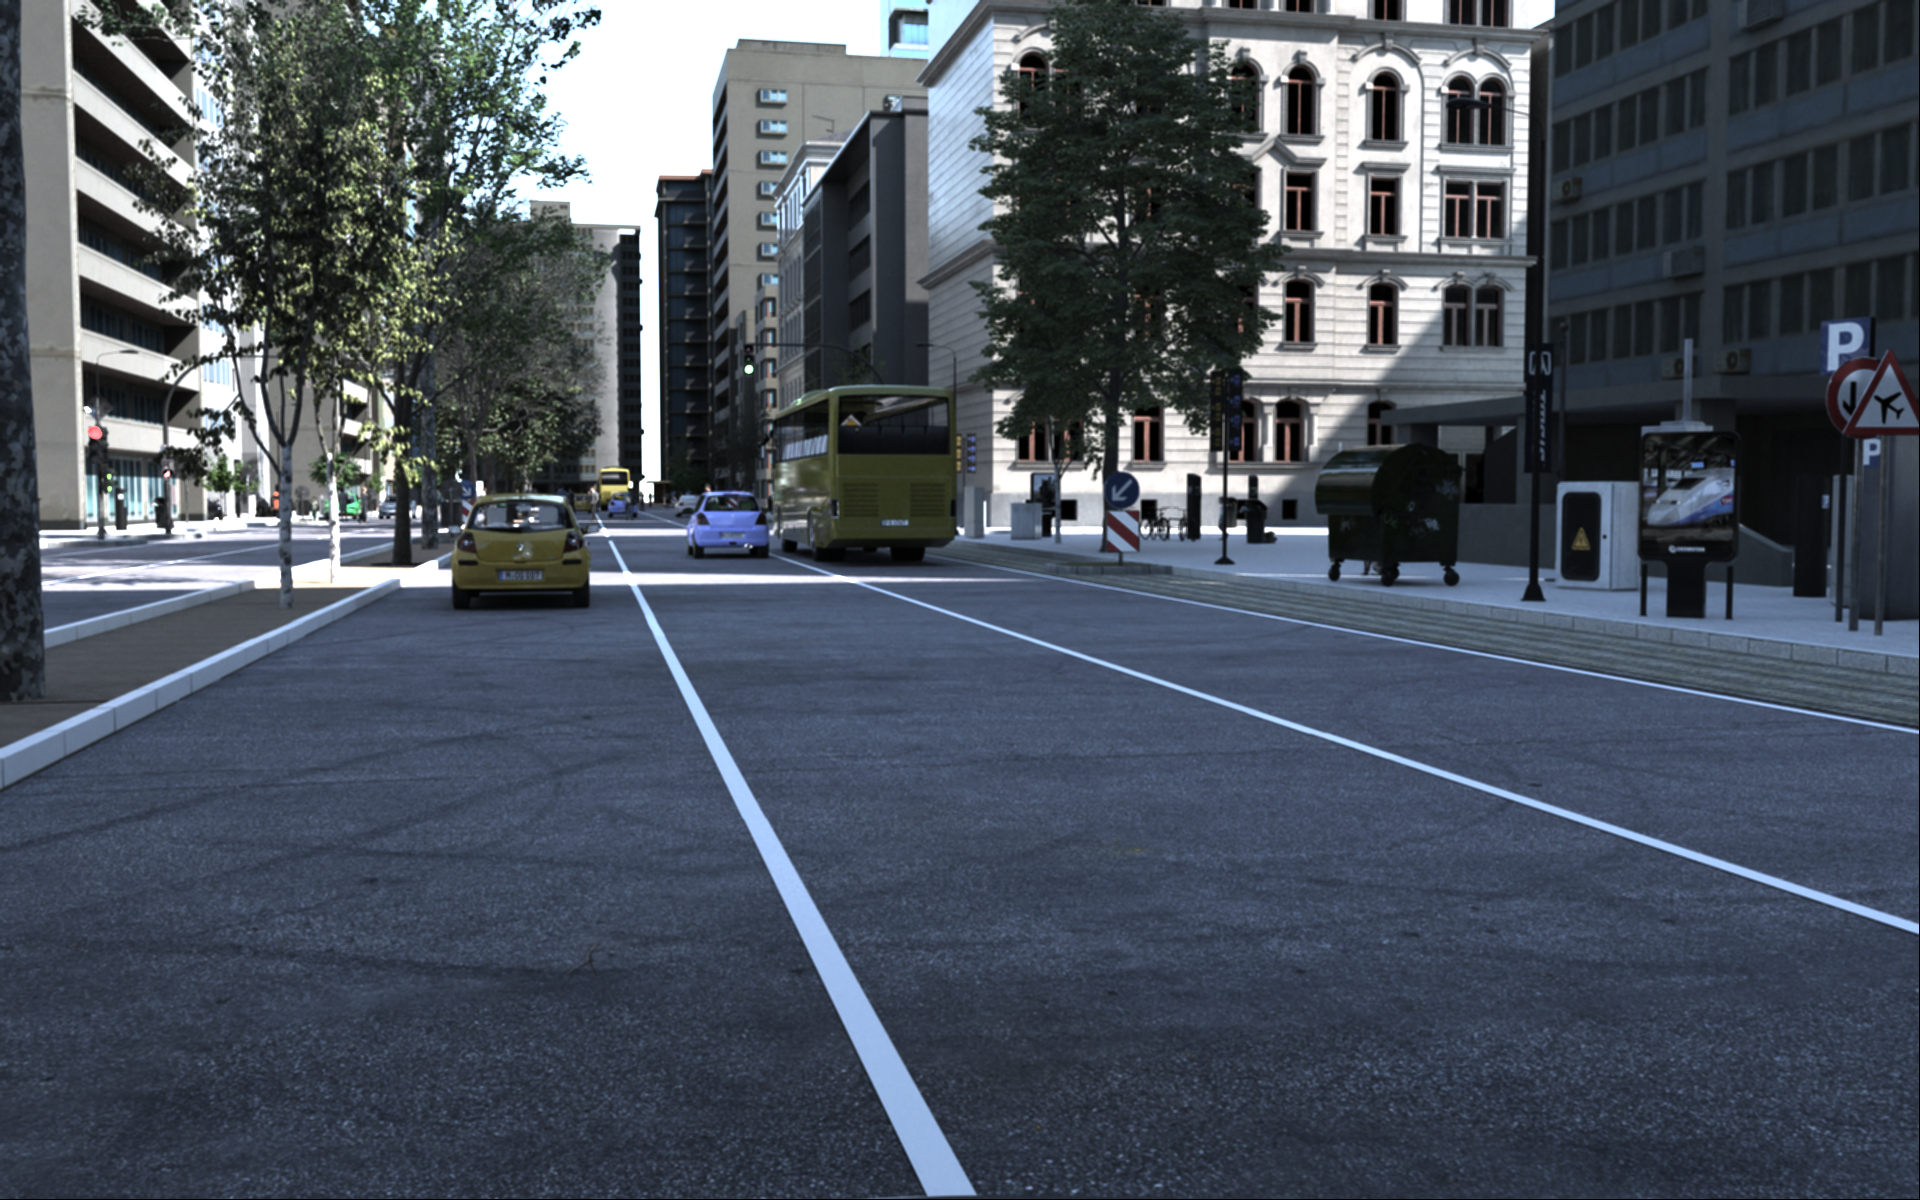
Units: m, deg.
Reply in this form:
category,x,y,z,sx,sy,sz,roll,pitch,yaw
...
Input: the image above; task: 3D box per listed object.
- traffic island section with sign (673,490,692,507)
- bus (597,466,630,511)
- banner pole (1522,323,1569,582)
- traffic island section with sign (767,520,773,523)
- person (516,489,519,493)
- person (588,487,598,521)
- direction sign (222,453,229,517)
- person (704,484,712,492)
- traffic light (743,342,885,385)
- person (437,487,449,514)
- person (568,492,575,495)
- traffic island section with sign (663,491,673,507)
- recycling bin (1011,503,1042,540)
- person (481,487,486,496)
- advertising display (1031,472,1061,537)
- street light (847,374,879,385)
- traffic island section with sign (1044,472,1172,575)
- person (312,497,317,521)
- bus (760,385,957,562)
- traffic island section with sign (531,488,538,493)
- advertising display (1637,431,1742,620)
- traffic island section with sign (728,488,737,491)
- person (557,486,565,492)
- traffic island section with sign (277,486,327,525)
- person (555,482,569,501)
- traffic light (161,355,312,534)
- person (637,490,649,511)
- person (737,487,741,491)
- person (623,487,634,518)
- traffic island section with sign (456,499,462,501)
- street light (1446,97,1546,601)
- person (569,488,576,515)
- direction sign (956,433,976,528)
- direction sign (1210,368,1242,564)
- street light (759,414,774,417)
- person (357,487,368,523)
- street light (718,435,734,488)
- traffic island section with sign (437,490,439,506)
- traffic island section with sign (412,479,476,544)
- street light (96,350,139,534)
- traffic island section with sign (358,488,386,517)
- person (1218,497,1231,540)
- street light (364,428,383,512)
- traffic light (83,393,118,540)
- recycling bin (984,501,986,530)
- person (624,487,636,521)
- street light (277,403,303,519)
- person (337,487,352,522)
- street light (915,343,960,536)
category,x,y,z,sx,sy,sz,roll,pitch,yaw
traffic island section with sign,-25.310,-9.287,160.465,1.989,1.847,2.006,-1,4,-12
bus,-30.527,-9.865,152.836,2.896,3.916,12.252,-1,4,-12
banner pole,8.596,-2.160,25.328,0.863,3.779,0.401,-1,4,-17
traffic island section with sign,-9.098,-4.700,85.475,1.989,1.847,2.006,-1,4,-12
person,-25.754,-5.600,100.731,0.731,1.740,0.598,1,4,21
person,-19.396,-5.069,91.554,0.473,1.802,0.592,-2,4,-27
direction sign,-41.057,-6.404,96.708,0.379,3.537,0.876,-1,4,-11
person,-8.798,-3.184,60.906,0.623,1.781,0.721,0,4,2
traffic light,-4.180,-4.760,52.492,4.771,5.953,1.251,-1,4,-12
person,-28.117,-5.218,93.806,0.794,1.824,0.713,-3,4,-37
person,-29.552,-7.551,131.983,0.660,1.820,0.620,0,4,0
traffic island section with sign,-31.019,-10.898,186.811,1.989,1.847,2.006,-1,4,-12
recycling bin,1.874,-2.223,48.894,0.722,1.027,0.722,1,4,20
person,-29.282,-5.979,106.104,0.795,1.843,0.661,-1,4,-11
advertising display,2.549,-2.837,51.592,0.974,1.923,0.123,-2,4,-28
street light,-3.705,-5.795,67.289,1.470,5.913,1.316,-1,4,-12
traffic island section with sign,2.603,-1.393,31.396,1.989,1.847,2.006,-1,4,-12
person,-33.143,-4.660,88.944,0.306,1.304,0.590,0,4,-7
bus,-2.554,-2.948,39.746,2.896,3.916,12.252,-1,4,-12
traffic island section with sign,-32.377,-7.537,131.367,2.006,1.907,1.989,-1,4,-12
advertising display,7.542,-0.778,17.938,0.974,1.923,0.123,3,4,37
traffic island section with sign,-14.966,-6.358,112.578,1.989,1.847,2.006,-1,4,-12
person,-21.593,-5.217,93.597,0.655,1.846,0.447,-1,4,-22
traffic island section with sign,-30.753,-4.425,80.983,1.989,1.847,2.006,-1,4,-12
person,-12.764,-2.861,55.461,0.419,1.800,0.721,1,4,19
traffic light,-23.670,-5.013,56.626,4.771,5.953,1.251,-1,4,-12
person,-26.163,-8.172,142.825,1.217,1.743,0.721,1,4,22
person,-12.658,-5.581,99.762,0.388,1.821,0.555,0,4,-7
person,-19.591,-5.744,102.428,0.660,1.820,0.620,-1,4,-19
traffic island section with sign,-52.647,-10.615,182.182,1.989,1.847,2.006,-1,4,-12
street light,6.375,-2.938,20.574,1.470,5.913,1.316,-1,4,-12
person,-26.703,-6.754,118.698,0.755,1.850,0.659,1,4,20
direction sign,0.158,-4.450,64.750,0.876,3.537,0.379,-1,4,-9
direction sign,4.845,-2.423,31.617,0.379,3.537,0.876,-2,4,-30
street light,-10.989,-7.849,100.864,1.470,5.913,1.316,-1,4,-12
person,-29.222,-4.640,84.782,0.534,1.772,0.576,-2,4,-32
street light,-18.105,-9.894,134.307,1.470,5.913,1.316,-1,4,-12
traffic island section with sign,-46.943,-9.004,155.835,1.989,1.847,2.006,-1,4,-12
traffic island section with sign,-14.926,-2.602,50.679,2.006,1.907,1.989,-1,4,-12
street light,-27.109,-5.088,55.738,1.470,5.913,1.316,-1,4,-12
traffic island section with sign,-36.468,-6.041,107.404,1.989,1.847,2.006,-1,4,-12
person,7.394,-2.278,48.299,0.382,1.210,0.505,0,4,-1
street light,-41.249,-9.130,121.819,1.470,5.913,1.316,-1,4,-12
traffic light,-24.008,-3.635,48.347,0.839,4.253,0.868,-1,4,-12
recycling bin,0.530,-3.073,62.798,0.722,1.027,0.722,0,4,-6
person,-17.419,-5.069,91.730,0.721,1.781,0.623,-3,5,-40
street light,-34.260,-7.094,88.521,1.470,5.913,1.316,-1,4,-12
person,-32.108,-4.986,90.385,0.716,1.782,0.532,-1,4,-15
street light,-0.685,-4.944,53.377,1.470,5.913,1.316,-1,4,-12
